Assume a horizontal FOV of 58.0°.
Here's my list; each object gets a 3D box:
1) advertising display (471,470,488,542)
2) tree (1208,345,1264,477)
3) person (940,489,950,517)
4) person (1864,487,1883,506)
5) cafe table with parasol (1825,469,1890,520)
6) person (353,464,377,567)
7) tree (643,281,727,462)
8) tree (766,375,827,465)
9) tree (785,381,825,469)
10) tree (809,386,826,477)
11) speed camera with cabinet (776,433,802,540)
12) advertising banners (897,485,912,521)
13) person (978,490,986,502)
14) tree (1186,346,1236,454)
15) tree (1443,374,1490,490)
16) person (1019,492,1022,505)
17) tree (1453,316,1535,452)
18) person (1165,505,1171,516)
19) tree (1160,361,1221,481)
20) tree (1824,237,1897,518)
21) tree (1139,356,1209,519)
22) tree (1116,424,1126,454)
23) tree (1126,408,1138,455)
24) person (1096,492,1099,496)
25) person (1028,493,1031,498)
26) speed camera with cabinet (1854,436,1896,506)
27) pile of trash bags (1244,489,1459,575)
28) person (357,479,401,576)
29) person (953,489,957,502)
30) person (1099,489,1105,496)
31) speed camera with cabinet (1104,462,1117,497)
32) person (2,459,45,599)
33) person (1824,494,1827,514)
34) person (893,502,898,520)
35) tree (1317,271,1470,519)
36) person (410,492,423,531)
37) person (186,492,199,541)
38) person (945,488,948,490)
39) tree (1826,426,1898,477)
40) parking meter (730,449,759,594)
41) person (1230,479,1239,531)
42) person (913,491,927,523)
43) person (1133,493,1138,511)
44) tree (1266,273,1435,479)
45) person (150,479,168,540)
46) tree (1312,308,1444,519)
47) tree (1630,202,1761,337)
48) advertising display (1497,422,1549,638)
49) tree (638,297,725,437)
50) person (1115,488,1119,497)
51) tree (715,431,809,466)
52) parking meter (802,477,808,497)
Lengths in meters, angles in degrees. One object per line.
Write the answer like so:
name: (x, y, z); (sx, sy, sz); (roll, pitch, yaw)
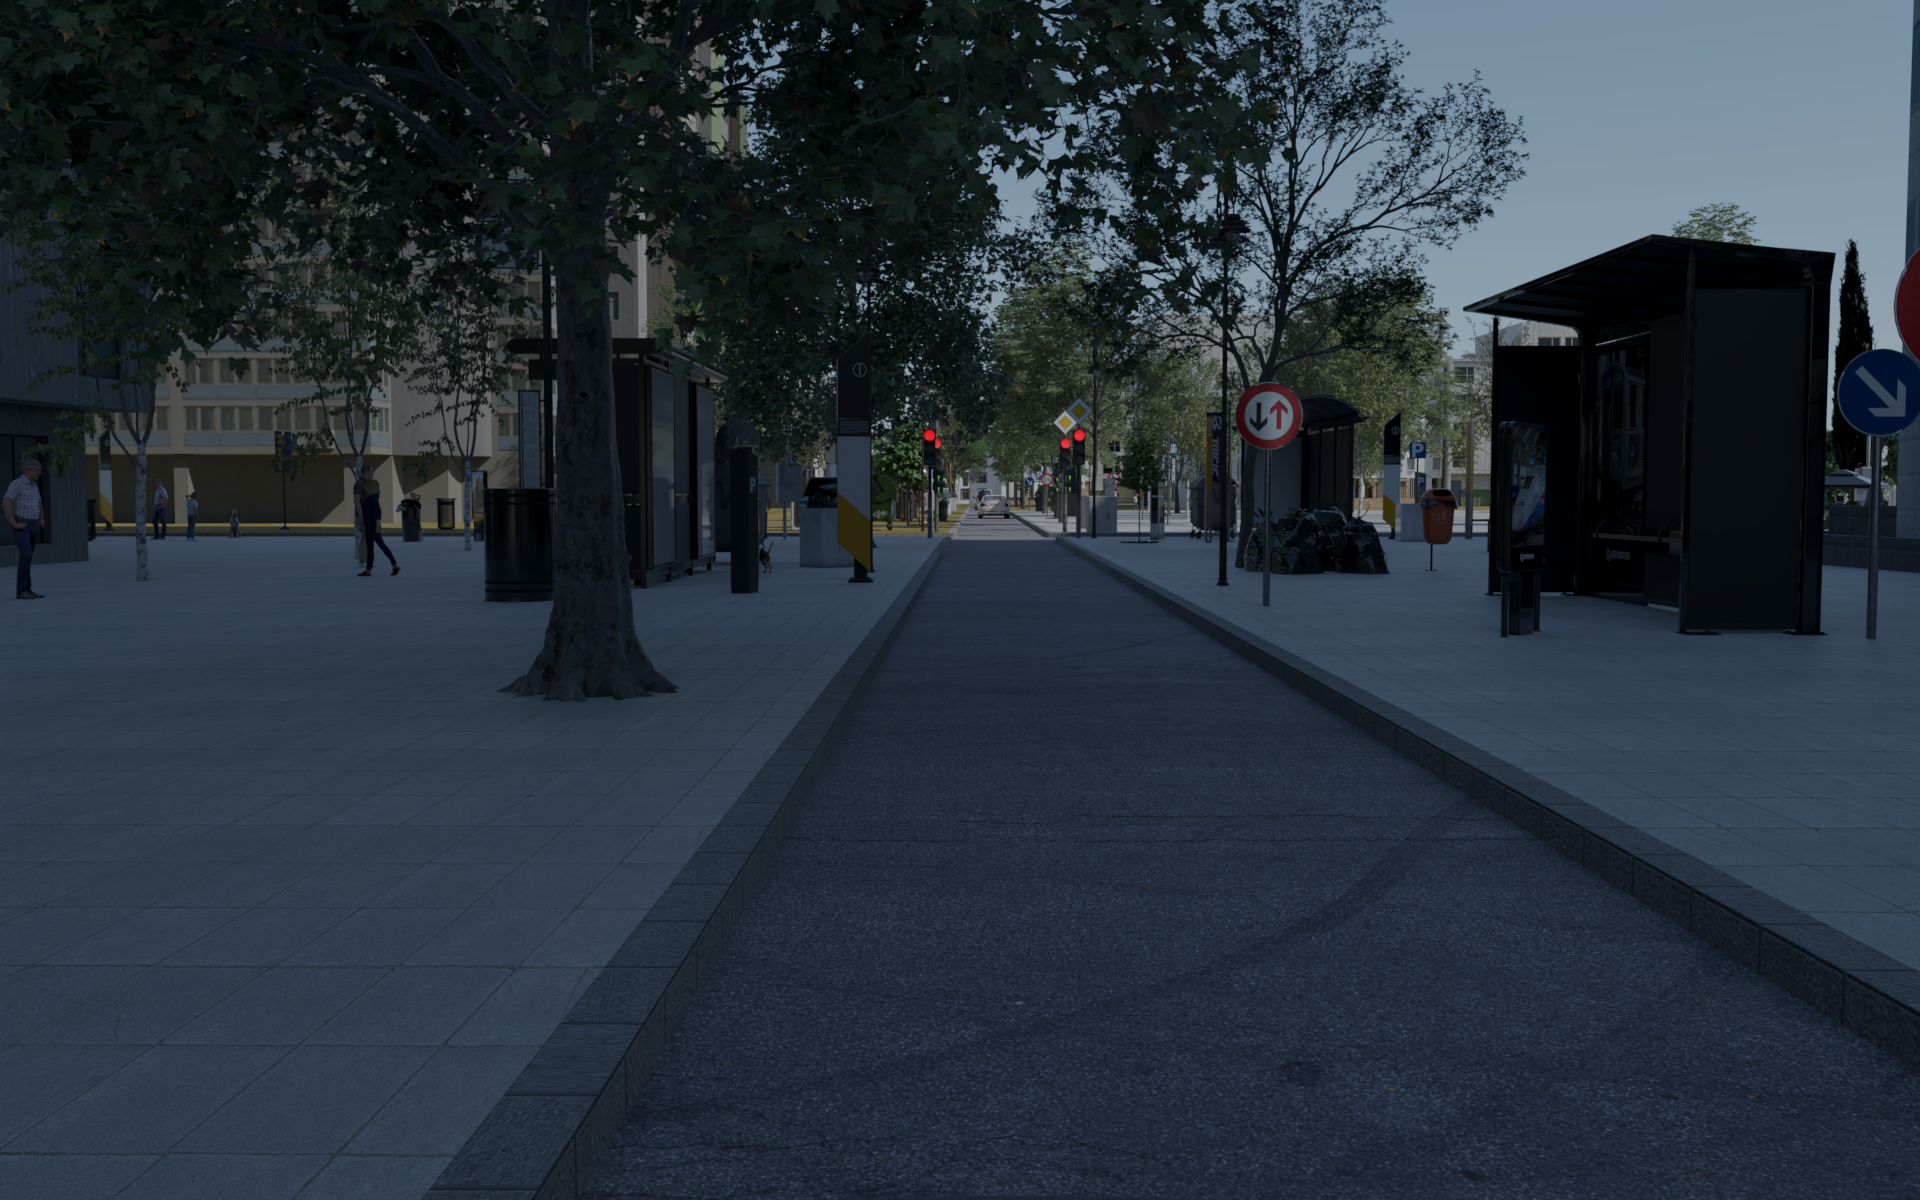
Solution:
advertising display: (-13.004, -2.549, 46.897); (0.123, 1.923, 0.974); (-2, 4, -35)
tree: (14.674, -8.208, 84.555); (4.737, 8.622, 4.395); (0, 3, 0)
person: (-0.852, -5.504, 96.165); (0.598, 1.807, 0.434); (-1, 4, -10)
person: (23.174, -2.296, 44.107); (0.617, 1.759, 0.750); (0, 4, -4)
cafe table with parasol: (24.549, -2.647, 48.136); (2.610, 1.966, 2.610); (0, 4, 7)
person: (-10.423, -1.484, 30.428); (0.434, 1.807, 0.598); (1, 4, 8)
tree: (-10.380, -9.194, 76.073); (9.928, 11.665, 9.643); (0, 3, 0)
tree: (-10.423, -11.388, 120.611); (7.601, 10.594, 8.767); (0, 4, -5)
tree: (-9.343, -9.581, 107.004); (4.360, 8.622, 3.978); (0, 3, 0)
tree: (-9.141, -9.944, 112.947); (4.737, 8.622, 4.395); (0, 3, 0)
speed camera with cabinet: (-4.173, -3.350, 49.101); (2.038, 3.252, 0.660); (-1, 4, -14)
advertising banners: (-2.694, -5.234, 81.767); (0.090, 3.025, 2.074); (-2, 4, -24)
person: (1.511, -6.553, 116.456); (0.655, 1.722, 0.431); (-1, 4, -9)
tree: (14.560, -11.594, 115.325); (9.928, 11.665, 9.643); (0, 3, 0)
tree: (30.804, -9.501, 105.709); (4.737, 8.622, 4.395); (0, 3, 0)
person: (7.336, -12.153, 205.273); (0.750, 1.759, 0.617); (3, 5, 42)
tree: (20.697, -7.030, 65.310); (4.360, 8.622, 3.978); (0, 3, 0)
person: (11.757, -5.243, 99.687); (0.695, 0.859, 0.347); (0, 4, -7)
tree: (12.775, -8.833, 94.776); (4.360, 8.622, 3.978); (0, 3, 0)
tree: (51.349, -11.441, 88.883); (18.604, 14.587, 13.155); (3, 4, 37)
tree: (11.992, -8.502, 89.376); (4.737, 8.622, 4.395); (0, 3, 0)
tree: (13.108, -10.519, 122.354); (4.737, 8.622, 4.395); (0, 3, 0)
tree: (12.492, -9.336, 103.005); (4.737, 8.622, 4.395); (0, 3, 0)
person: (16.877, -12.596, 215.122); (1.217, 1.739, 0.721); (0, 4, -4)
person: (8.727, -12.628, 215.695); (0.721, 1.743, 1.217); (0, 4, 1)
speed camera with cabinet: (31.608, -3.950, 58.916); (2.038, 3.252, 0.660); (1, 4, 20)
pile of trash bags: (6.489, -1.147, 28.513); (3.447, 1.369, 1.912); (0, 4, -5)
person: (-9.120, -1.134, 27.126); (0.613, 1.512, 0.480); (-3, 4, -37)
person: (-0.447, -9.175, 156.965); (0.541, 1.710, 0.530); (-3, 4, -36)
person: (16.392, -11.708, 197.474); (1.348, 1.824, 0.705); (1, 4, 17)
speed camera with cabinet: (8.560, -6.367, 98.428); (0.660, 3.252, 2.038); (1, 4, 9)
person: (-11.445, -0.878, 21.330); (0.436, 1.711, 0.756); (1, 4, 10)
person: (19.846, -1.955, 40.214); (0.499, 1.552, 0.429); (2, 4, 24)
person: (-3.288, -4.774, 84.240); (0.875, 1.805, 0.789); (-1, 4, -23)
tree: (21.730, -10.352, 87.381); (7.486, 12.596, 7.792); (0, 3, 0)
person: (-18.950, -3.084, 60.379); (0.435, 1.345, 0.340); (0, 4, -6)
person: (-20.917, -2.276, 47.158); (0.435, 1.345, 0.340); (0, 4, 3)
person: (-1.246, -7.926, 136.462); (0.721, 1.723, 1.217); (0, 4, 7)
tree: (59.335, -9.538, 118.850); (11.467, 7.101, 20.602); (0, 4, -3)
parking meter: (-2.797, -1.025, 22.478); (0.255, 1.863, 0.399); (1, 4, 17)
person: (9.475, -3.300, 60.126); (0.434, 1.807, 0.598); (2, 4, 25)
person: (-1.778, -4.380, 77.777); (0.598, 1.807, 0.434); (2, 4, 30)
person: (13.177, -7.312, 129.503); (0.340, 1.345, 0.435); (2, 4, 35)
tree: (21.926, -11.704, 98.015); (9.857, 13.997, 8.962); (0, 3, 0)
person: (-22.555, -2.554, 48.737); (0.436, 1.711, 0.756); (-2, 4, -33)
tree: (15.450, -7.048, 65.605); (4.737, 8.622, 4.395); (0, 3, 0)
tree: (29.250, -9.183, 68.266); (7.486, 12.596, 7.792); (0, 3, 0)
advertising display: (5.135, -0.648, 15.803); (0.123, 1.923, 0.974); (3, 4, 37)
tree: (-10.203, -7.057, 65.739); (4.360, 8.622, 3.978); (0, 3, 0)
person: (15.978, -10.531, 177.852); (0.705, 1.869, 1.348); (3, 5, 43)
tree: (-11.227, -8.542, 90.028); (4.737, 8.622, 4.395); (0, 3, 0)
parking meter: (-5.362, -3.297, 59.611); (0.255, 1.863, 0.399); (0, 4, 4)
